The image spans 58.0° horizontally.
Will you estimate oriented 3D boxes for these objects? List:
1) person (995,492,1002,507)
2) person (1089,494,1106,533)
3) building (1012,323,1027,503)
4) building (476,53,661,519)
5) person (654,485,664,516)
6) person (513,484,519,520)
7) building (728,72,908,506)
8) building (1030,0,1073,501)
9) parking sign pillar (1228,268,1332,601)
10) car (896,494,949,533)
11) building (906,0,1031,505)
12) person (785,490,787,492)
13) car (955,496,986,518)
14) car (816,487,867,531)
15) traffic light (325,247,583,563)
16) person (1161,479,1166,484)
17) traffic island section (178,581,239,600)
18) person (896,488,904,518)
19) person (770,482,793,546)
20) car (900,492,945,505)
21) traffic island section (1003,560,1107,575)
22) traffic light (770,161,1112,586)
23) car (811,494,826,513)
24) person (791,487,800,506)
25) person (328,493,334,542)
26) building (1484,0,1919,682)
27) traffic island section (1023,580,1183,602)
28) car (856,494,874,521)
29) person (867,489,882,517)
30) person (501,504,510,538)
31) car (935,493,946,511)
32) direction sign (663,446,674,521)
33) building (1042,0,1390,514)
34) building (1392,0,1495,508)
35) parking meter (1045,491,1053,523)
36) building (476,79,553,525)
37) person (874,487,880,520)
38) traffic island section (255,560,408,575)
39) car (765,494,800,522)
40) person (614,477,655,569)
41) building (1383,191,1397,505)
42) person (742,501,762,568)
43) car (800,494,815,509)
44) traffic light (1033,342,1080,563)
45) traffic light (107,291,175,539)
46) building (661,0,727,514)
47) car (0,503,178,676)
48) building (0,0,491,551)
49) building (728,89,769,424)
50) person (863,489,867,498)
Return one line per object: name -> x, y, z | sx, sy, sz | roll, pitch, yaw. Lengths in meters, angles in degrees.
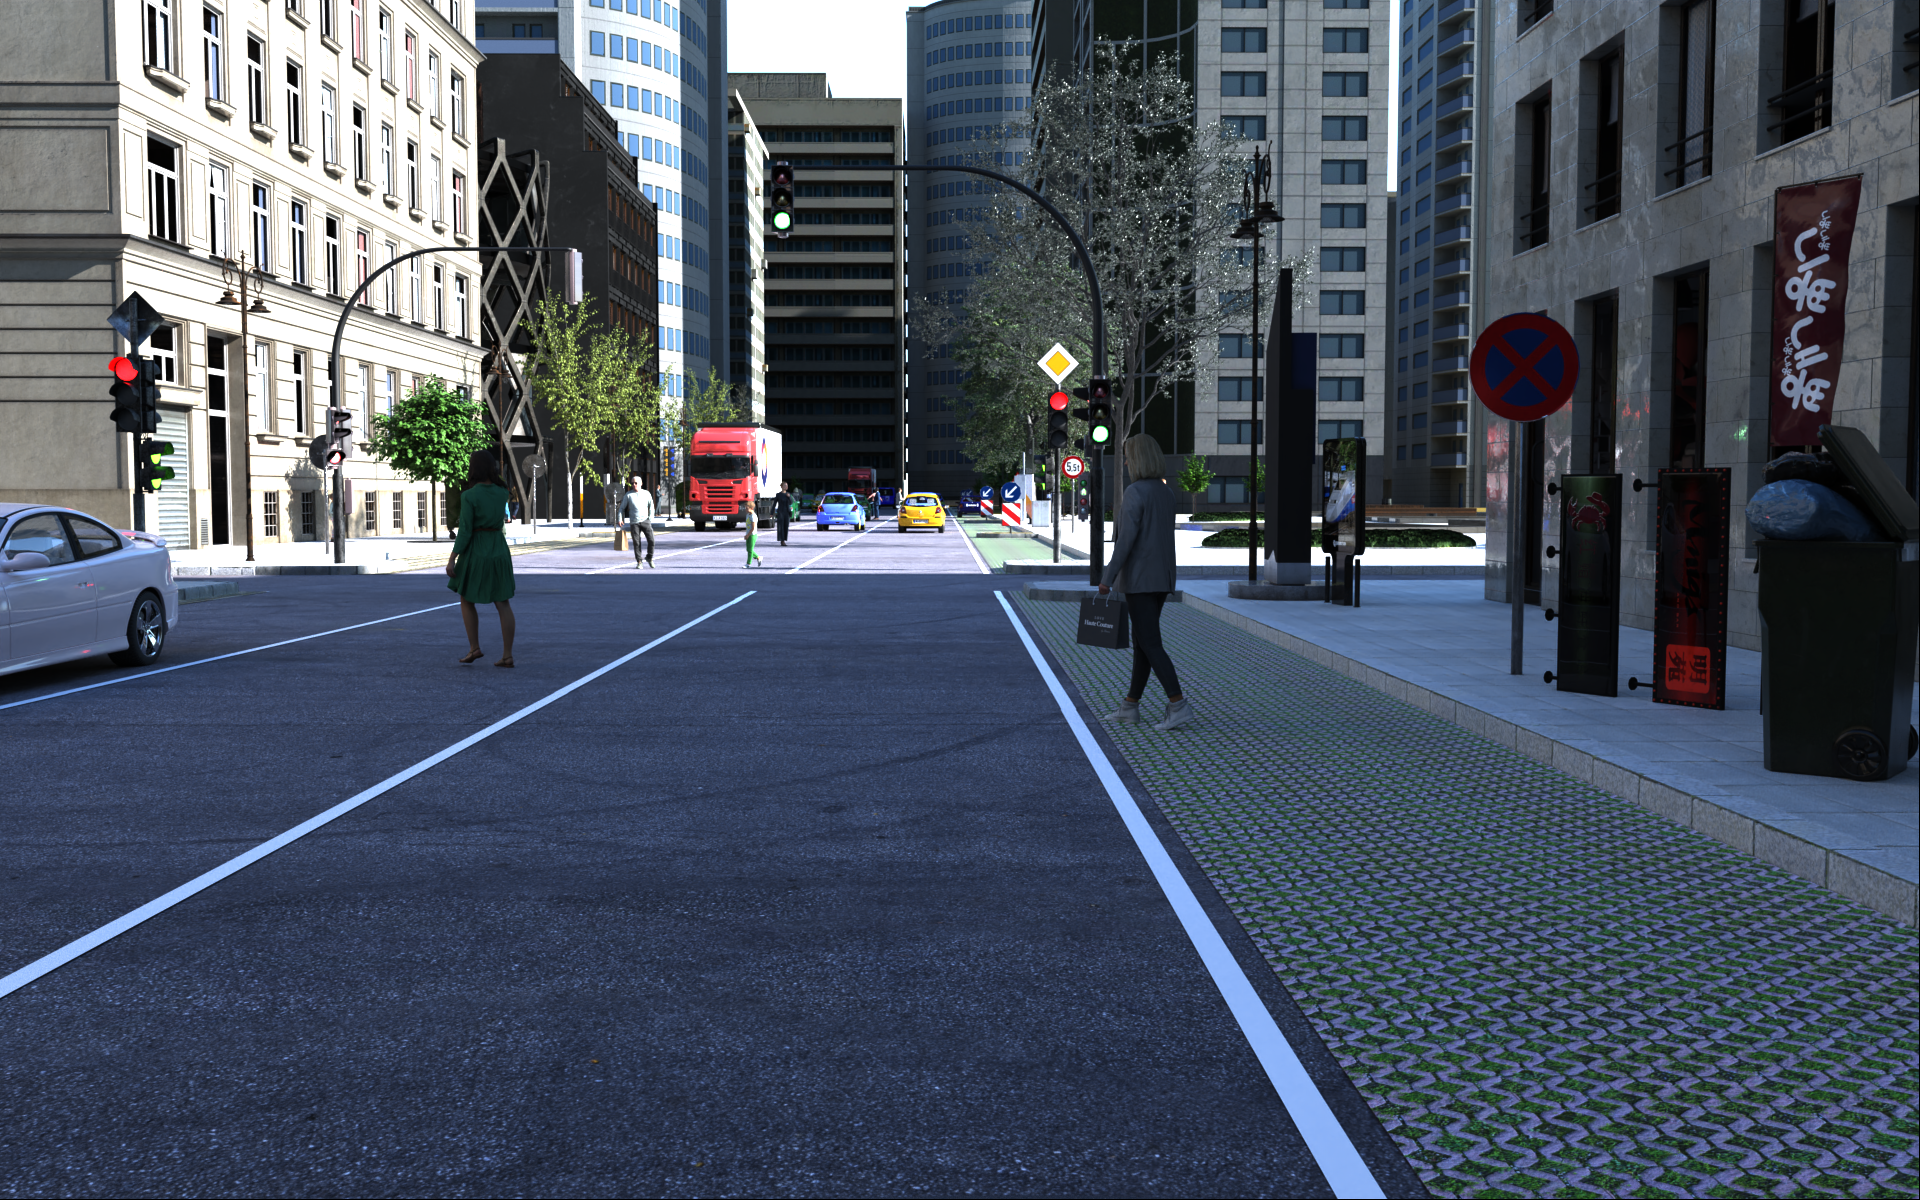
person -> 4.107, -10.437, 176.705 | 0.705, 1.823, 1.348 | 3, 5, 42
person -> 4.245, -2.859, 53.466 | 0.598, 1.740, 0.731 | -1, 4, -18
building -> 19.205, -19.638, 166.114 | 27.650, 21.520, 28.899 | 0, 4, -1
building -> -24.049, -16.260, 95.522 | 12.332, 23.373, 15.834 | 0, 4, -1
person -> -17.240, -5.696, 99.343 | 0.590, 1.801, 0.661 | -1, 4, -10
person -> -22.084, -4.892, 85.934 | 0.656, 1.842, 0.836 | 0, 4, -6
building -> -17.028, -35.445, 203.231 | 21.600, 48.544, 21.300 | 0, 4, -1
building -> 16.886, -31.552, 139.579 | 21.300, 48.544, 21.600 | 0, 4, -1
parking sign pillar -> 4.059, -2.014, 21.407 | 1.447, 3.967, 1.447 | 0, 4, 3
car -> -1.423, -3.351, 65.012 | 2.015, 1.641, 3.980 | 0, 4, 0
building -> 7.875, -40.448, 203.329 | 28.212, 58.520, 21.231 | 0, 4, -1
person -> -17.705, -10.356, 176.280 | 0.530, 1.710, 0.541 | -2, 4, -35
car -> 0.702, -5.675, 105.363 | 1.945, 1.354, 3.894 | 0, 4, -1
car -> -4.655, -3.575, 68.044 | 1.945, 1.707, 3.694 | 0, 4, 1
traffic light -> -9.378, -3.508, 32.018 | 4.771, 5.953, 1.251 | 0, 4, -1
person -> 5.987, -2.813, 52.711 | 0.731, 1.740, 0.598 | -3, 5, -44
traffic island section -> -11.411, -0.112, 24.107 | 2.009, 0.180, 2.903 | 0, 4, -1
person -> -3.561, -5.825, 103.933 | 0.583, 1.804, 0.606 | -2, 4, -28
person -> -4.915, -2.376, 47.774 | 0.534, 1.772, 0.576 | 3, 5, 41
car -> -1.586, -3.905, 73.438 | 1.945, 1.707, 3.694 | 0, 4, -2
traffic island section -> 1.831, -0.610, 32.250 | 2.009, 0.180, 2.903 | 0, 4, -1
traffic light -> -0.201, -3.016, 23.984 | 4.771, 5.953, 1.251 | 0, 4, -1
car -> -10.342, -7.460, 132.198 | 2.015, 1.641, 3.980 | 0, 4, 1
person -> -9.201, -5.382, 96.680 | 0.537, 1.800, 0.526 | 0, 4, -3
person -> -16.536, -2.179, 45.941 | 0.394, 1.301, 0.425 | 0, 3, 0
building -> 11.698, -9.630, 12.204 | 10.420, 20.320, 16.860 | 0, 4, -1
traffic island section -> 1.930, -0.121, 24.266 | 2.009, 0.180, 2.903 | 0, 4, -1
car -> -5.736, -5.006, 93.643 | 2.131, 1.459, 4.920 | 0, 4, -3
person -> -5.496, -6.186, 110.353 | 1.217, 1.736, 0.721 | -2, 4, -26
person -> -10.042, -1.745, 37.381 | 0.601, 1.785, 0.444 | 1, 4, 12
car -> -2.098, -8.129, 142.505 | 1.945, 1.707, 3.694 | 0, 4, 1
direction sign -> -13.815, -5.522, 82.275 | 0.379, 3.537, 0.876 | 2, 4, 23
building -> 16.487, -41.564, 117.816 | 20.563, 71.187, 20.611 | 0, 4, -1
building -> 59.345, -38.367, 169.303 | 28.212, 58.520, 21.231 | 0, 4, -1
parking meter -> 3.922, -4.164, 76.486 | 0.372, 1.533, 0.369 | 0, 3, 0
building -> -26.283, -12.603, 73.506 | 16.820, 18.784, 16.811 | 0, 4, -1
person -> -4.682, -5.429, 97.445 | 0.419, 1.800, 0.721 | -1, 4, -15
traffic island section -> -11.509, -0.600, 32.091 | 2.009, 0.180, 2.903 | 0, 4, -1
car -> -9.276, -4.744, 89.358 | 2.131, 1.459, 4.920 | 0, 4, 0
person -> -6.249, -1.484, 33.245 | 0.782, 1.767, 0.515 | -1, 4, -14
building -> 57.952, -31.691, 210.024 | 23.993, 40.220, 32.217 | 0, 4, -1
person -> -4.029, -1.277, 33.626 | 0.306, 1.304, 0.590 | 3, 4, 36
car -> -12.865, -8.327, 144.947 | 1.959, 1.807, 4.718 | 0, 4, -2
traffic light -> 1.791, -2.643, 32.136 | 0.839, 4.253, 0.868 | 0, 4, -1
traffic light -> -11.370, -2.144, 23.972 | 0.839, 4.253, 0.868 | 0, 4, -1
building -> -28.285, -35.354, 120.037 | 21.231, 58.520, 28.212 | 0, 4, -1
car -> -7.667, -0.046, 13.121 | 2.083, 1.381, 4.827 | 0, 4, -1
building -> -24.929, -13.255, 50.002 | 16.112, 22.955, 30.059 | 0, 4, -1
building -> -30.733, -28.852, 163.613 | 23.993, 40.220, 32.217 | 0, 4, -1
person -> -7.166, -7.435, 130.069 | 0.705, 1.822, 1.348 | -1, 4, -12
